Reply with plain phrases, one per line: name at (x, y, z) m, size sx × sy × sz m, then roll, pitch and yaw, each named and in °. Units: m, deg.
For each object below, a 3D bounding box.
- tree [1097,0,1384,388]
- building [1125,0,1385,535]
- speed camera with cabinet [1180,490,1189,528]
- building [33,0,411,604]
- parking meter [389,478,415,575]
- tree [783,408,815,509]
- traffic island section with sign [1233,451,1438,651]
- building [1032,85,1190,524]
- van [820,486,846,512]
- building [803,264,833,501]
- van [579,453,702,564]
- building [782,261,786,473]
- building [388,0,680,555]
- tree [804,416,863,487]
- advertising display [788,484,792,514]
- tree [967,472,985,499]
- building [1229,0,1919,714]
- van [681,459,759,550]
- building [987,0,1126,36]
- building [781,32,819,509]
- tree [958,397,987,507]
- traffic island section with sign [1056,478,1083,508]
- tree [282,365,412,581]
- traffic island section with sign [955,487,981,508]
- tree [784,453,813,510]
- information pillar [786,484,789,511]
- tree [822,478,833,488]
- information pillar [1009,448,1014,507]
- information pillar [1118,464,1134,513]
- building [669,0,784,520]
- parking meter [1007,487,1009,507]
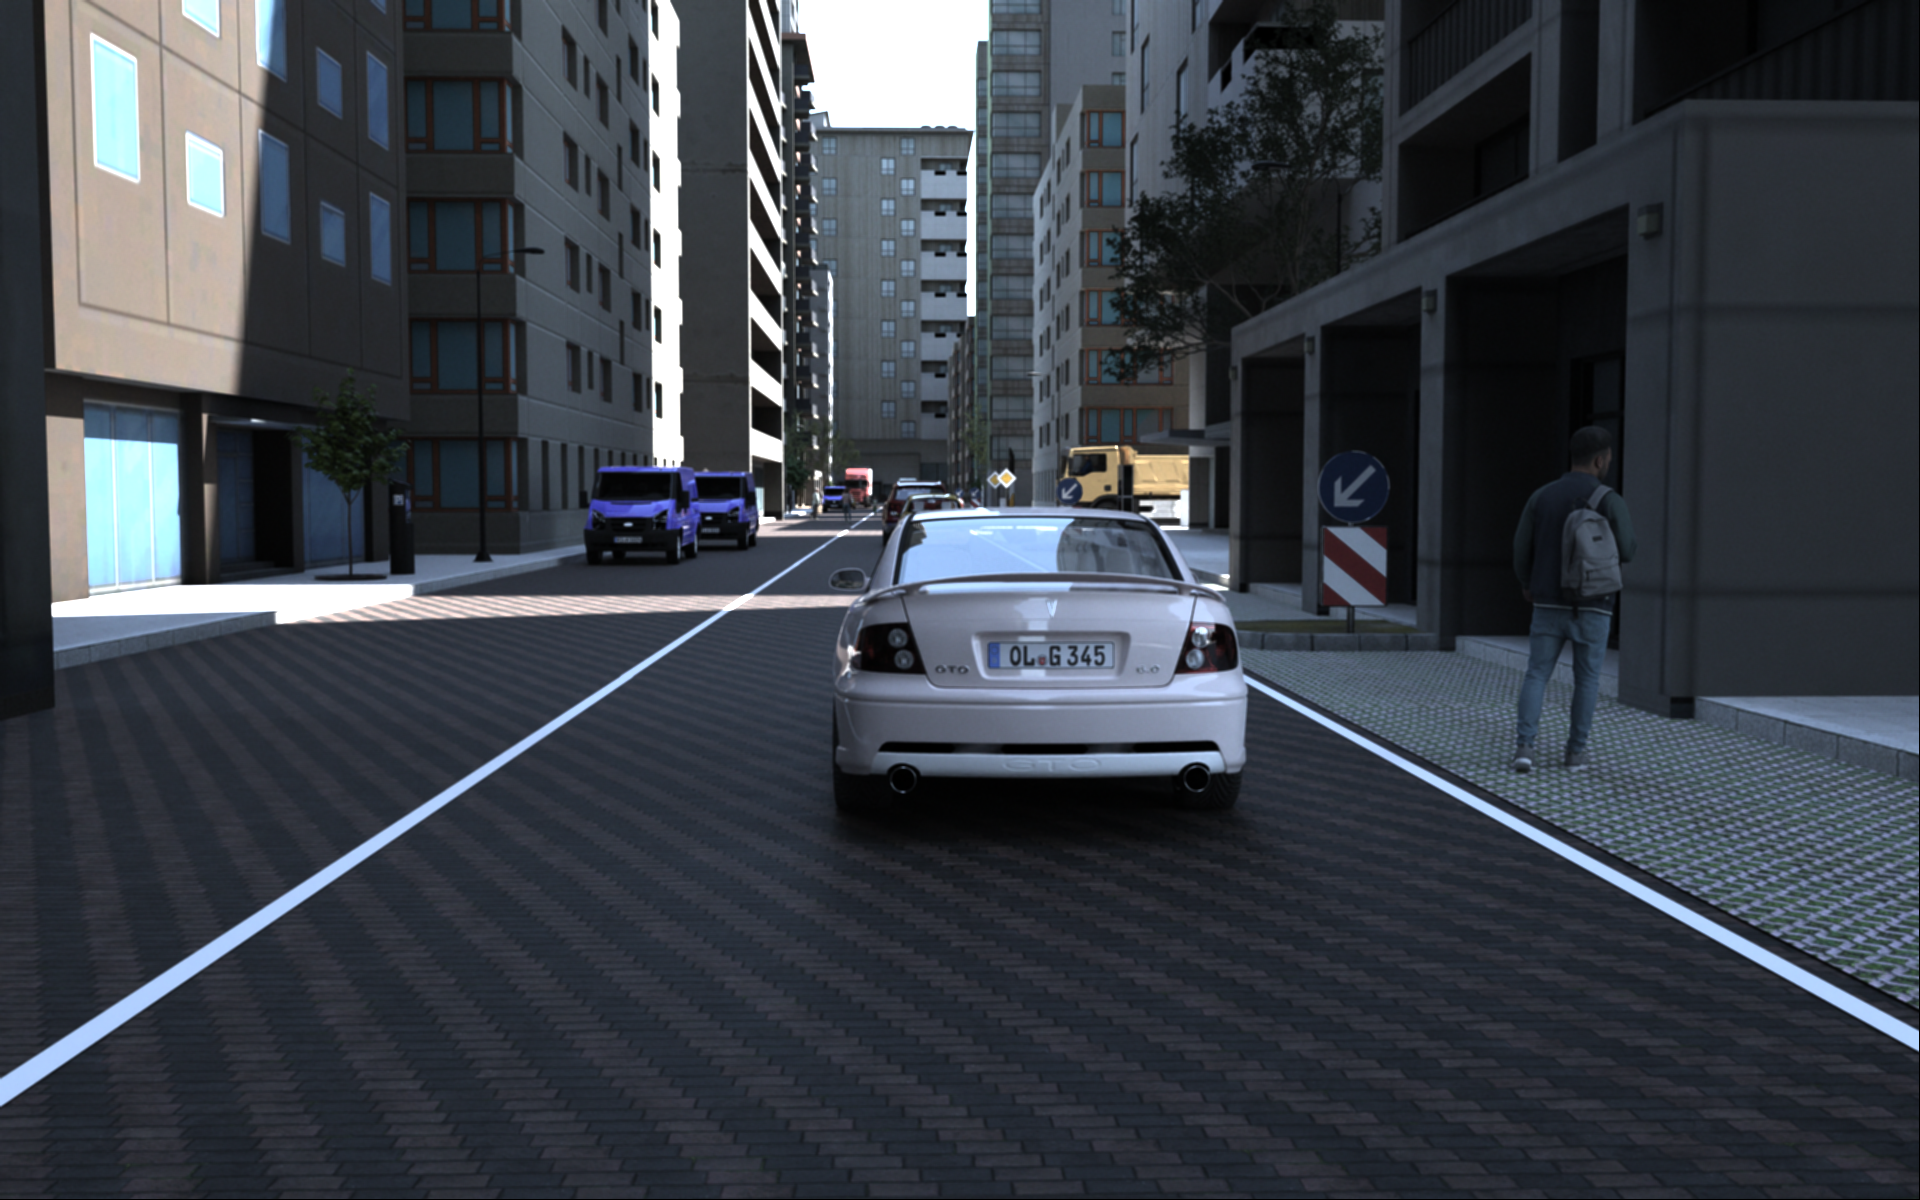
tree at (5.885, -5.954, 31.762) m, size 7.601 × 10.594 × 8.767 m, roll 3°, pitch 5°, yaw 44°
building at (19.888, -28.204, 50.371) m, size 28.713 × 52.752 × 27.495 m, roll 0°, pitch 4°, yaw -2°
speed camera with cabinet at (9.390, -4.433, 66.816) m, size 2.038 × 3.252 × 0.660 m, roll -3°, pitch 5°, yaw -41°
building at (-17.378, -22.945, 25.257) m, size 14.600 × 45.320 × 14.200 m, roll 0°, pitch 4°, yaw -2°
parking meter at (-8.940, -1.182, 27.735) m, size 0.372 × 1.533 × 0.369 m, roll 0°, pitch 3°, yaw 0°
tree at (-14.279, -11.961, 145.927) m, size 4.737 × 8.622 × 4.395 m, roll 0°, pitch 3°, yaw 0°
traffic island section with sign at (3.471, -0.489, 16.619) m, size 1.989 × 1.847 × 2.006 m, roll 0°, pitch 4°, yaw -2°
building at (19.140, -14.845, 87.748) m, size 28.899 × 21.520 × 27.650 m, roll 0°, pitch 4°, yaw -2°
van at (-9.844, -8.098, 136.793) m, size 2.240 × 2.365 × 5.245 m, roll 0°, pitch 4°, yaw -2°
building at (-23.047, -27.281, 217.751) m, size 14.107 × 30.474 × 14.160 m, roll 0°, pitch 4°, yaw -2°
van at (-6.750, -2.001, 37.102) m, size 2.240 × 2.365 × 5.245 m, roll 0°, pitch 4°, yaw -3°
building at (-26.580, -16.610, 116.607) m, size 27.650 × 21.520 × 28.899 m, roll 0°, pitch 4°, yaw -2°
building at (-24.231, -12.497, 49.371) m, size 28.899 × 21.520 × 27.650 m, roll 0°, pitch 4°, yaw -2°
tree at (-15.429, -16.410, 202.716) m, size 8.767 × 10.594 × 7.601 m, roll 0°, pitch 4°, yaw 3°
advertising display at (-11.168, -6.633, 113.656) m, size 0.123 × 1.923 × 0.974 m, roll 0°, pitch 4°, yaw 1°
tree at (1.658, -9.653, 152.422) m, size 1.663 × 3.219 × 1.824 m, roll 0°, pitch 3°, yaw 0°
building at (14.536, -35.192, 13.639) m, size 20.563 × 71.187 × 20.611 m, roll 0°, pitch 4°, yaw -2°
van at (-6.461, -2.549, 46.056) m, size 2.240 × 2.365 × 5.245 m, roll 0°, pitch 4°, yaw -3°
building at (8.748, -26.421, 115.578) m, size 14.154 × 41.232 × 14.086 m, roll 0°, pitch 4°, yaw -2°
building at (-24.800, -31.068, 162.580) m, size 22.147 × 44.769 × 28.867 m, roll 0°, pitch 4°, yaw -2°
tree at (1.956, -11.163, 132.883) m, size 4.737 × 8.622 × 4.395 m, roll 0°, pitch 3°, yaw 0°
traffic island section with sign at (2.572, -2.136, 43.559) m, size 1.989 × 1.847 × 2.006 m, roll 0°, pitch 4°, yaw -2°
tree at (-9.053, -1.923, 26.040) m, size 1.663 × 3.219 × 1.824 m, roll 0°, pitch 3°, yaw 0°
traffic island section with sign at (0.717, -5.533, 99.094) m, size 1.989 × 1.847 × 2.006 m, roll 0°, pitch 4°, yaw -2°
tree at (-13.567, -9.537, 139.639) m, size 4.285 × 4.588 × 4.351 m, roll 0°, pitch 3°, yaw 0°
information pillar at (-12.849, -7.596, 128.684) m, size 0.304 × 2.012 × 0.304 m, roll -3°, pitch 5°, yaw -45°
tree at (-15.630, -13.051, 207.979) m, size 1.663 × 3.219 × 1.824 m, roll 0°, pitch 3°, yaw 0°
information pillar at (2.583, -5.846, 86.929) m, size 0.183 × 3.616 × 0.504 m, roll -1°, pitch 4°, yaw -21°
information pillar at (4.066, -2.328, 42.557) m, size 0.304 × 2.012 × 0.304 m, roll -1°, pitch 4°, yaw -15°
building at (-19.970, -28.079, 82.796) m, size 21.300 × 48.544 × 21.600 m, roll 0°, pitch 4°, yaw -2°
parking meter at (2.754, -5.612, 97.470) m, size 0.255 × 1.863 × 0.399 m, roll 2°, pitch 4°, yaw 26°
